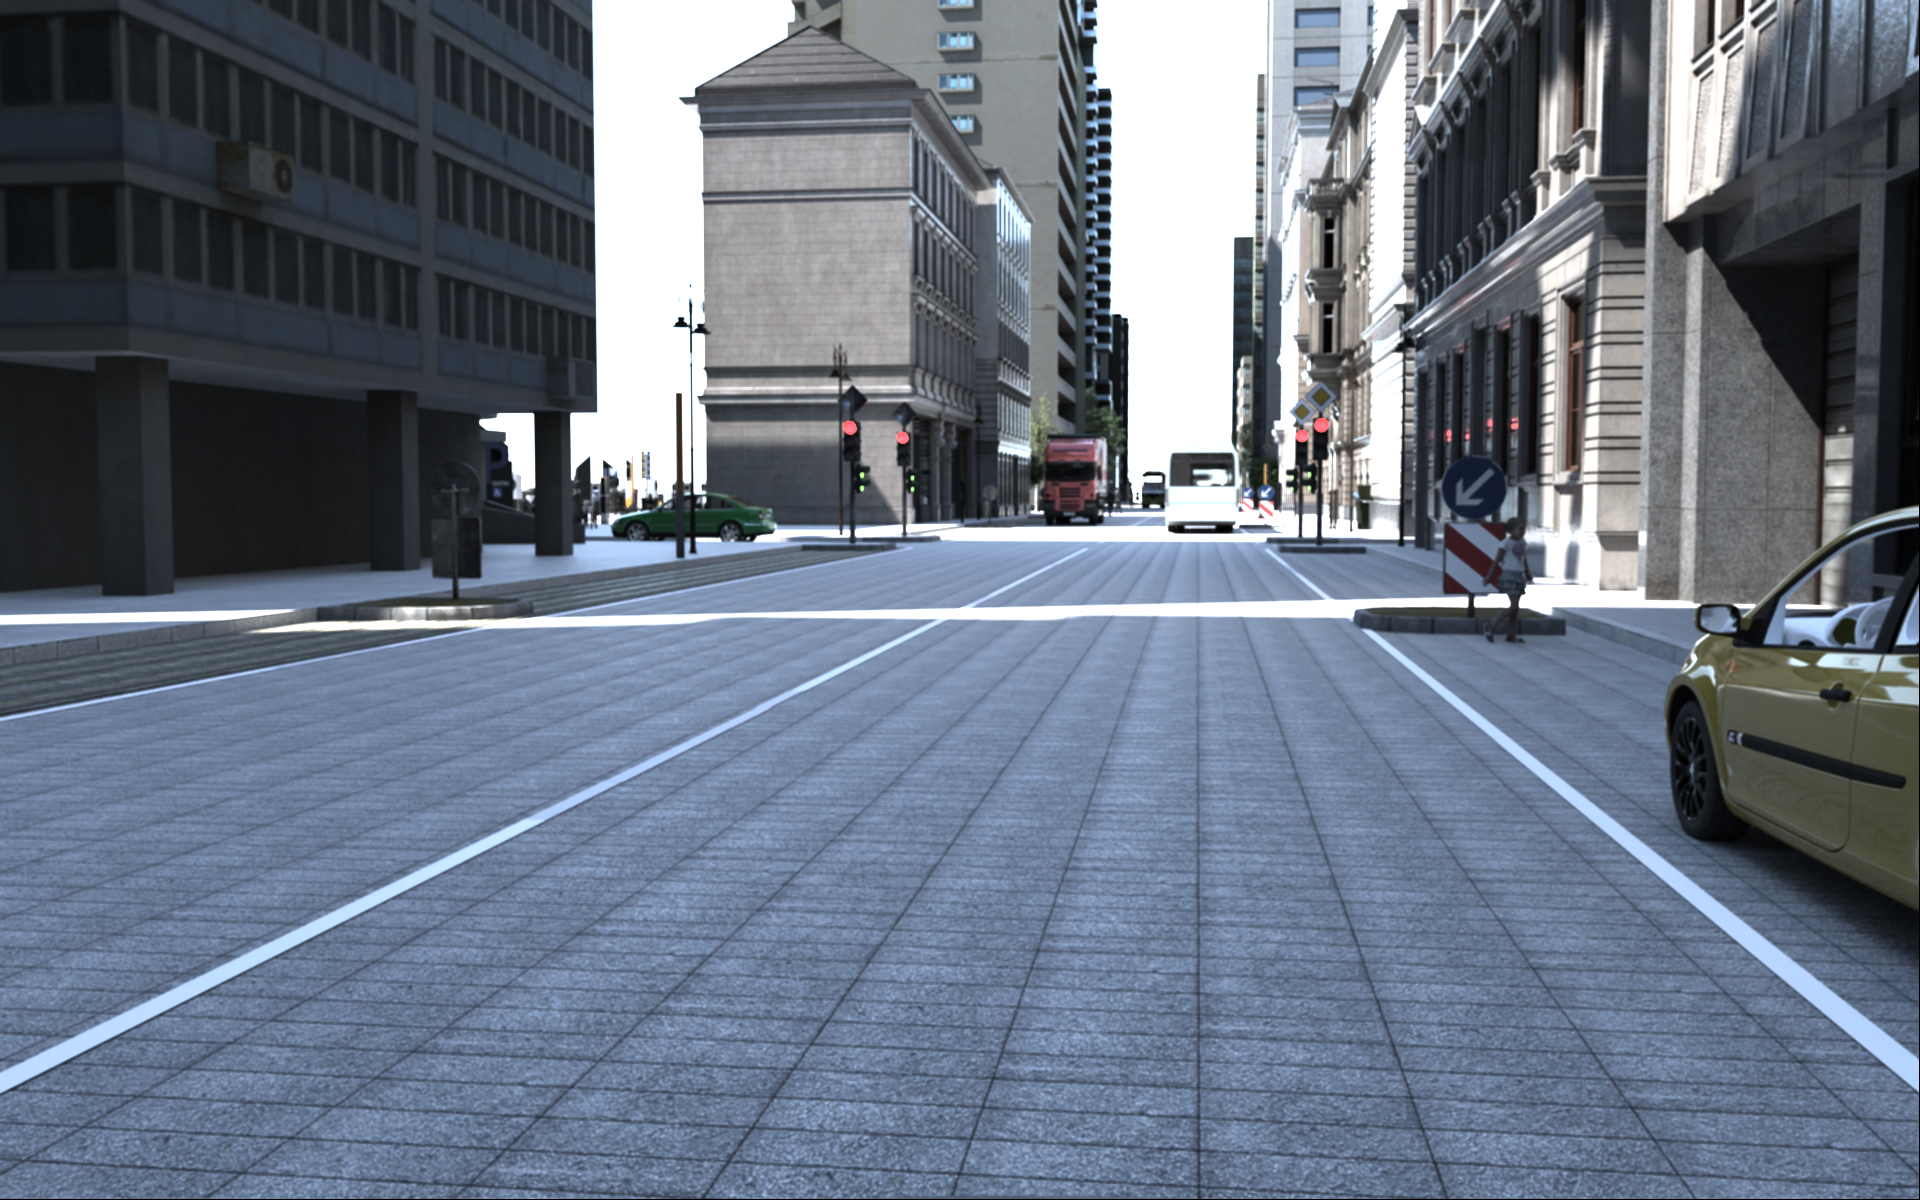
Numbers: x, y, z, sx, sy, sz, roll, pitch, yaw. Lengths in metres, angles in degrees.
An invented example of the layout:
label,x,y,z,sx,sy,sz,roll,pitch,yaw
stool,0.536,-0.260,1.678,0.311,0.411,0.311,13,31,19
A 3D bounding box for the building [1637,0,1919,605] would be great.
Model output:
label,x,y,z,sx,sy,sz,roll,pitch,yaw
building,12.866,-11.726,9.741,12.078,24.808,19.932,0,4,8

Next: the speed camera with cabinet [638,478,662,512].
label,x,y,z,sx,sy,sz,roll,pitch,yaw
speed camera with cabinet,-17.301,-6.226,96.131,0.660,3.252,2.038,0,4,7

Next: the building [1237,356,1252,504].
label,x,y,z,sx,sy,sz,roll,pitch,yaw
building,51.033,-23.510,229.428,27.650,21.520,28.899,0,4,8

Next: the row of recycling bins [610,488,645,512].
label,x,y,z,sx,sy,sz,roll,pitch,yaw
row of recycling bins,-23.318,-7.042,122.250,3.534,1.692,1.069,-3,5,-40

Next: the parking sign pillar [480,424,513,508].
label,x,y,z,sx,sy,sz,roll,pitch,yaw
parking sign pillar,-17.429,-4.672,64.853,1.447,3.967,1.447,-3,5,-42

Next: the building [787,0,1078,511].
label,x,y,z,sx,sy,sz,roll,pitch,yaw
building,-1.971,-31.501,138.736,21.300,48.544,21.600,0,4,8

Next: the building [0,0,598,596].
label,x,y,z,sx,sy,sz,roll,pitch,yaw
building,-20.055,-20.755,31.228,23.993,40.220,32.217,0,4,8

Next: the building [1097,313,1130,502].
label,x,y,z,sx,sy,sz,roll,pitch,yaw
building,19.350,-30.656,272.930,14.160,30.474,14.107,0,4,8

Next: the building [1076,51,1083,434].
label,x,y,z,sx,sy,sz,roll,pitch,yaw
building,3.513,-28.905,156.185,14.154,41.232,14.086,0,4,8

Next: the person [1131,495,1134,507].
label,x,y,z,sx,sy,sz,roll,pitch,yaw
person,19.963,-11.649,199.749,0.721,1.735,1.217,0,4,-4

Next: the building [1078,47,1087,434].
label,x,y,z,sx,sy,sz,roll,pitch,yaw
building,4.982,-31.804,170.108,14.600,45.320,14.200,0,4,8

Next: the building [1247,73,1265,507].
label,x,y,z,sx,sy,sz,roll,pitch,yaw
building,35.996,-29.810,170.982,14.154,41.232,14.086,0,4,8

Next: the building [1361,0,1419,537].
label,x,y,z,sx,sy,sz,roll,pitch,yaw
building,22.827,-13.769,54.008,19.941,23.489,11.050,0,4,8

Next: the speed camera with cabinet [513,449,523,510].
label,x,y,z,sx,sy,sz,roll,pitch,yaw
speed camera with cabinet,-20.404,-5.029,76.564,2.038,3.252,0.660,1,4,13

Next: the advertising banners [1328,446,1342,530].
label,x,y,z,sx,sy,sz,roll,pitch,yaw
advertising banners,13.669,-4.085,62.973,0.090,3.025,2.074,2,4,24

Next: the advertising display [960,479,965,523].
label,x,y,z,sx,sy,sz,roll,pitch,yaw
advertising display,0.101,-4.366,76.597,0.123,1.923,0.974,0,4,-5

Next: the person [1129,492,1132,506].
label,x,y,z,sx,sy,sz,roll,pitch,yaw
person,20.659,-12.182,208.397,0.721,1.735,1.217,-2,4,-26

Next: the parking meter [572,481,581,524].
label,x,y,z,sx,sy,sz,roll,pitch,yaw
parking meter,-16.554,-4.223,74.752,0.255,1.863,0.399,1,4,19

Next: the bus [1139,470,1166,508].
label,x,y,z,sx,sy,sz,roll,pitch,yaw
bus,20.158,-11.496,179.503,2.896,3.916,12.252,0,4,8

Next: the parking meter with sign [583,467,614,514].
label,x,y,z,sx,sy,sz,roll,pitch,yaw
parking meter with sign,-23.652,-7.130,112.835,1.738,3.016,0.543,0,4,2

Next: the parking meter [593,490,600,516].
label,x,y,z,sx,sy,sz,roll,pitch,yaw
parking meter,-21.474,-5.742,102.286,0.372,1.533,0.369,0,3,0

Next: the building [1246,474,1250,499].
label,x,y,z,sx,sy,sz,roll,pitch,yaw
building,41.972,-45.834,187.643,20.563,71.187,20.611,0,4,8

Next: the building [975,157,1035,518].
label,x,y,z,sx,sy,sz,roll,pitch,yaw
building,-1.334,-15.451,101.782,9.793,20.994,18.267,0,4,8

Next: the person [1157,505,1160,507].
label,x,y,z,sx,sy,sz,roll,pitch,yaw
person,22.618,-11.495,197.153,1.217,1.736,0.721,0,4,-8

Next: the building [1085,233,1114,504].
label,x,y,z,sx,sy,sz,roll,pitch,yaw
building,3.516,-32.547,224.029,32.217,40.220,23.993,0,4,8

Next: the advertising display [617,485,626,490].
label,x,y,z,sx,sy,sz,roll,pitch,yaw
advertising display,-24.465,-7.393,126.085,0.974,1.923,0.123,0,4,5

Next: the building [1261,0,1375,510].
label,x,y,z,sx,sy,sz,roll,pitch,yaw
building,36.824,-37.128,149.035,21.231,58.520,28.212,0,4,8

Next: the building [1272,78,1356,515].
label,x,y,z,sx,sy,sz,roll,pitch,yaw
building,27.980,-20.075,114.136,13.634,28.700,20.117,0,4,8

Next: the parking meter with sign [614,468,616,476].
label,x,y,z,sx,sy,sz,roll,pitch,yaw
parking meter with sign,-23.883,-7.339,116.247,1.738,3.016,0.543,2,4,33

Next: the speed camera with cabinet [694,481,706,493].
label,x,y,z,sx,sy,sz,roll,pitch,yaw
speed camera with cabinet,-17.861,-7.637,119.207,2.038,3.252,0.660,3,5,43

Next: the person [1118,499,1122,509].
label,x,y,z,sx,sy,sz,roll,pitch,yaw
person,15.466,-9.566,168.169,0.557,1.426,1.065,3,4,36

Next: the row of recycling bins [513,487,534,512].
label,x,y,z,sx,sy,sz,roll,pitch,yaw
row of recycling bins,-26.643,-5.843,102.640,3.534,1.692,1.069,-3,4,-39

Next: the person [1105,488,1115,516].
label,x,y,z,sx,sy,sz,roll,pitch,yaw
person,9.800,-6.394,112.817,0.659,1.850,0.755,1,4,12

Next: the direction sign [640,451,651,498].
label,x,y,z,sx,sy,sz,roll,pitch,yaw
direction sign,-16.455,-6.041,90.770,0.876,3.537,0.379,3,5,44

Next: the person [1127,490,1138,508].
label,x,y,z,sx,sy,sz,roll,pitch,yaw
person,17.939,-10.529,180.654,1.348,1.824,0.705,2,4,34

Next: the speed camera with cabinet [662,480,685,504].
label,x,y,z,sx,sy,sz,roll,pitch,yaw
speed camera with cabinet,-19.054,-7.295,113.611,2.038,3.252,0.660,2,4,25

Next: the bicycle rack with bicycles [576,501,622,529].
label,x,y,z,sx,sy,sz,roll,pitch,yaw
bicycle rack with bicycles,-14.560,-3.157,65.000,2.852,0.926,2.925,0,4,4

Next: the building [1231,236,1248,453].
label,x,y,z,sx,sy,sz,roll,pitch,yaw
building,50.174,-36.157,274.768,14.154,41.232,14.086,0,4,8

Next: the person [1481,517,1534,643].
label,x,y,z,sx,sy,sz,roll,pitch,yaw
person,5.331,-0.199,16.772,0.505,1.210,0.382,-3,4,-38

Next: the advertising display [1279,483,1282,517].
label,x,y,z,sx,sy,sz,roll,pitch,yaw
advertising display,18.002,-5.634,97.333,0.123,1.923,0.974,1,4,12

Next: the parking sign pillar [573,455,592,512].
label,x,y,z,sx,sy,sz,roll,pitch,yaw
parking sign pillar,-25.740,-7.927,118.081,1.447,3.967,1.447,2,4,35

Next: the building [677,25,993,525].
label,x,y,z,sx,sy,sz,roll,pitch,yaw
building,-6.204,-13.575,72.861,10.553,20.767,40.483,0,4,8

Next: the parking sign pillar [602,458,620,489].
label,x,y,z,sx,sy,sz,roll,pitch,yaw
parking sign pillar,-26.355,-8.706,130.820,1.447,3.967,1.447,-3,5,-43

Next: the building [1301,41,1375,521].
label,x,y,z,sx,sy,sz,roll,pitch,yaw
building,24.556,-16.349,86.394,14.460,24.649,34.723,0,4,8

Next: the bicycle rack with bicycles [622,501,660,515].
label,x,y,z,sx,sy,sz,roll,pitch,yaw
bicycle rack with bicycles,-16.280,-4.342,84.380,2.925,0.926,2.852,0,4,-8

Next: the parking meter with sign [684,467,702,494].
label,x,y,z,sx,sy,sz,roll,pitch,yaw
parking meter with sign,-17.444,-7.029,111.191,1.738,3.016,0.543,0,4,1

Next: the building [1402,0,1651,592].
label,x,y,z,sx,sy,sz,roll,pitch,yaw
building,14.639,-11.921,31.071,11.583,22.565,21.152,0,4,8

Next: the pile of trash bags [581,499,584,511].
label,x,y,z,sx,sy,sz,roll,pitch,yaw
pile of trash bags,-22.057,-5.339,97.047,1.912,1.369,3.447,-1,4,-17

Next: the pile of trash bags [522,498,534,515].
label,x,y,z,sx,sy,sz,roll,pitch,yaw
pile of trash bags,-21.933,-4.722,86.955,1.912,1.369,3.447,1,4,18

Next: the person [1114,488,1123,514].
label,x,y,z,sx,sy,sz,roll,pitch,yaw
person,11.392,-7.154,124.837,0.648,1.900,0.474,2,4,27

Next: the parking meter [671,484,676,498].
label,x,y,z,sx,sy,sz,roll,pitch,yaw
parking meter,-16.250,-5.696,98.840,0.399,1.863,0.255,0,4,-3

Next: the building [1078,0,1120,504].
label,x,y,z,sx,sy,sz,roll,pitch,yaw
building,12.205,-57.276,249.129,22.319,86.520,31.000,0,4,8
